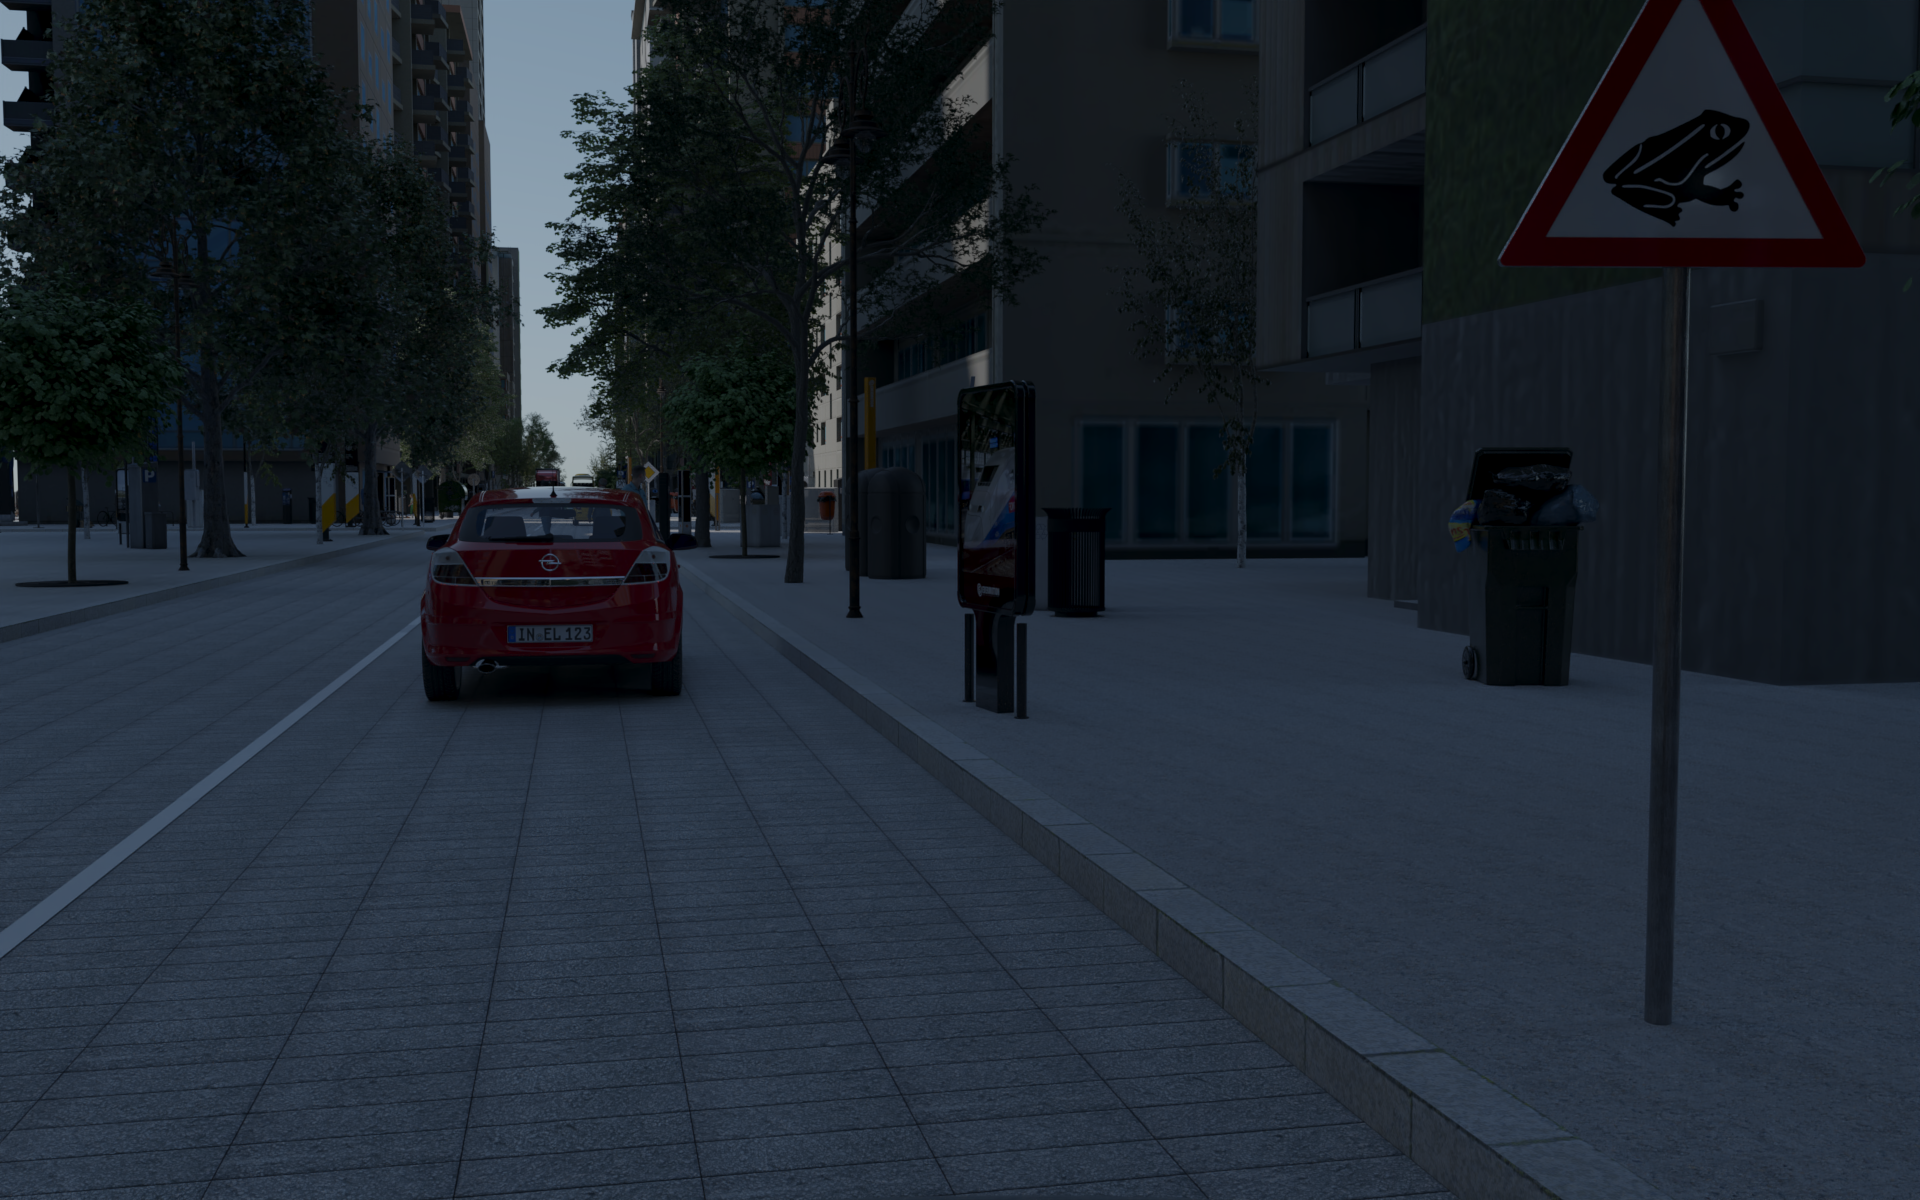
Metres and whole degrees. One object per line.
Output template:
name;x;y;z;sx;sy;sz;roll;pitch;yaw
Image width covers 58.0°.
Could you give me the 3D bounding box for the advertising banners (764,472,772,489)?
advertising banners;-9.038;-5.613;87.967;2.074;3.025;0.090;0;3;0

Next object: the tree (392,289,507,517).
tree;-28.109;-10.828;95.157;7.486;12.596;7.792;0;3;0

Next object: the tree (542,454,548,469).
tree;-59.560;-17.797;241.344;4.360;8.622;3.978;0;3;0

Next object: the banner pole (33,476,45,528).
banner pole;-34.578;-4.578;64.860;0.401;3.779;0.863;-2;4;-25

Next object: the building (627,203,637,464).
building;-38.053;-33.802;236.250;14.154;41.232;14.086;-1;4;-12

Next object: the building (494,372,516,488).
building;-80.472;-25.133;255.970;27.650;21.520;28.899;-1;4;-12

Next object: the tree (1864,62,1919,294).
tree;5.553;-1.419;6.912;4.285;4.588;4.351;0;3;0

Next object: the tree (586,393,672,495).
tree;-22.736;-10.241;117.803;4.737;8.622;4.395;0;3;0

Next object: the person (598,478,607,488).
person;-8.425;-1.953;40.610;0.661;1.801;0.590;-2;4;-31

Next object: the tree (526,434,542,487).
tree;-36.609;-11.445;137.492;4.737;8.622;4.395;0;3;0

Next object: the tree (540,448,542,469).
tree;-45.849;-13.987;179.052;4.360;8.622;3.978;0;3;0

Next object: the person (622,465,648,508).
person;-4.637;-0.995;24.626;0.748;1.841;0.638;3;5;41

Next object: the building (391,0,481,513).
building;-54.244;-30.411;151.852;22.147;44.769;28.867;-1;4;-12

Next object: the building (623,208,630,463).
building;-41.398;-36.728;250.611;14.600;45.320;14.200;-1;4;-12

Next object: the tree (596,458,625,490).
tree;-30.021;-10.480;155.059;4.285;4.588;4.351;0;3;0

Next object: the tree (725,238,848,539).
tree;-5.095;-6.072;49.632;4.737;8.622;4.395;0;3;0

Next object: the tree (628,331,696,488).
tree;-12.363;-7.570;74.131;4.360;8.622;3.978;0;3;0

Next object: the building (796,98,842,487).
building;7.678;-14.932;89.177;28.899;21.520;27.650;-1;4;-12

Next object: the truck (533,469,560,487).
truck;-45.742;-12.437;192.261;2.839;4.237;11.283;-1;4;-12

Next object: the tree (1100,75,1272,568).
tree;4.654;-4.860;29.818;4.360;8.622;3.978;0;3;0

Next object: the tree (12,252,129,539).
tree;-24.800;-6.029;48.933;4.737;8.622;4.395;0;3;0

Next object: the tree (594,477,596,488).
tree;-39.026;-12.813;193.205;4.285;4.588;4.351;0;3;0

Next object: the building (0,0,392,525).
building;-33.970;-26.251;79.318;14.600;45.320;14.200;-1;4;-12

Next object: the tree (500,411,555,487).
tree;-54.185;-17.776;216.393;9.928;11.665;9.643;0;3;0

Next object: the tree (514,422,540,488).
tree;-42.815;-13.121;164.887;4.360;8.622;3.978;0;3;0

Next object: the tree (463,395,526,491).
tree;-33.039;-10.398;120.371;4.737;8.622;4.395;0;3;0

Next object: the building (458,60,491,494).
building;-55.641;-32.038;173.936;14.600;45.320;14.200;-1;4;-12

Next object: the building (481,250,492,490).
building;-58.671;-25.473;188.189;14.160;30.474;14.107;-1;4;-12

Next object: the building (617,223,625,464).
building;-42.611;-37.808;272.782;22.147;44.769;28.867;-1;4;-12

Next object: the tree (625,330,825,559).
tree;-4.376;-3.135;34.966;4.285;4.588;4.351;0;3;0

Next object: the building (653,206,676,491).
building;-20.314;-23.390;154.121;14.160;30.474;14.107;-1;4;-12

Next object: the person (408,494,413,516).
person;-32.216;-5.610;102.011;0.590;1.304;0.306;-2;4;-34

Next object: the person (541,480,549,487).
person;-10.483;-2.144;43.906;0.721;1.781;0.623;0;4;1

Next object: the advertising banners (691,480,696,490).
advertising banners;-14.837;-6.426;101.258;2.074;3.025;0.090;1;4;10

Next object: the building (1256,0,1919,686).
building;10.879;-20.483;18.485;14.154;41.232;14.086;-1;4;-12

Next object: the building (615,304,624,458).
building;-51.379;-37.306;293.540;14.154;41.232;14.086;-1;4;-12

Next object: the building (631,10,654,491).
building;-27.361;-40.395;202.451;21.231;58.520;28.212;-1;4;-12

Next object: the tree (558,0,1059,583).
tree;-2.073;-5.532;24.854;7.601;10.594;8.767;-1;4;-20

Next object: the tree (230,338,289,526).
tree;-28.404;-7.317;69.997;4.737;8.622;4.395;0;3;0

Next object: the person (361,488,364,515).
person;-25.374;-4.149;74.068;0.419;1.800;0.721;1;4;14

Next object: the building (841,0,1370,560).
building;8.984;-25.721;44.248;21.300;48.544;21.600;-1;4;-12

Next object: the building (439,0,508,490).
building;-71.587;-48.492;231.097;20.563;71.187;20.611;-1;4;-12

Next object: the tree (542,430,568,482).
tree;-71.160;-23.013;293.275;9.611;12.733;9.660;0;3;0

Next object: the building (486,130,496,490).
building;-61.821;-33.727;201.554;14.600;45.320;14.200;-1;4;-12

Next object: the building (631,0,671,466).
building;-18.106;-35.864;175.616;28.713;52.752;27.495;-1;4;-12

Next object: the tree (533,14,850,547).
tree;-6.373;-7.570;41.891;7.486;12.596;7.792;0;3;0

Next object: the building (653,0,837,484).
building;-11.602;-29.141;131.084;22.147;44.769;28.867;-1;4;-12

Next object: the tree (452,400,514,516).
tree;-29.695;-9.325;102.832;4.360;8.622;3.978;0;3;0

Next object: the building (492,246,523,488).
building;-77.857;-36.348;277.891;14.154;41.232;14.086;-1;4;-12
